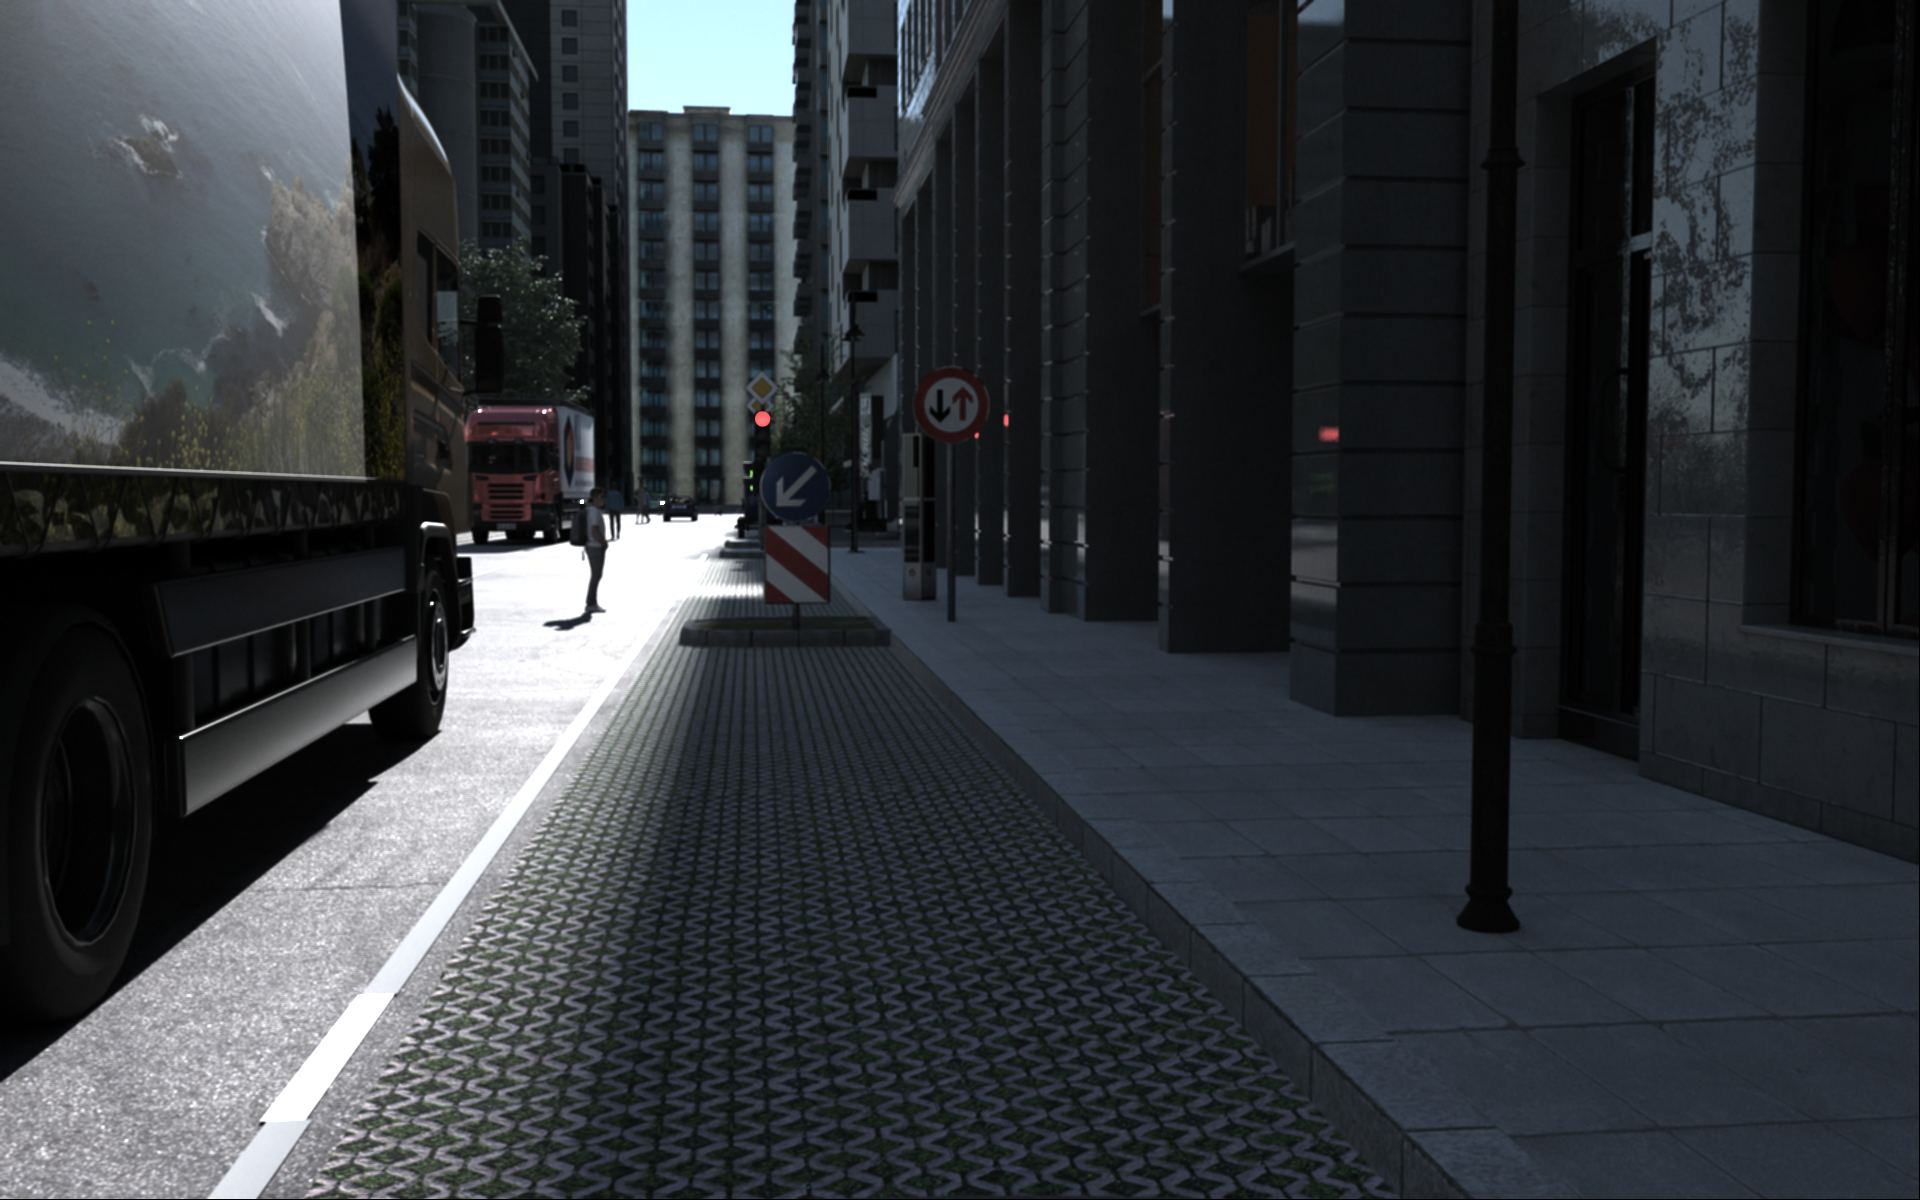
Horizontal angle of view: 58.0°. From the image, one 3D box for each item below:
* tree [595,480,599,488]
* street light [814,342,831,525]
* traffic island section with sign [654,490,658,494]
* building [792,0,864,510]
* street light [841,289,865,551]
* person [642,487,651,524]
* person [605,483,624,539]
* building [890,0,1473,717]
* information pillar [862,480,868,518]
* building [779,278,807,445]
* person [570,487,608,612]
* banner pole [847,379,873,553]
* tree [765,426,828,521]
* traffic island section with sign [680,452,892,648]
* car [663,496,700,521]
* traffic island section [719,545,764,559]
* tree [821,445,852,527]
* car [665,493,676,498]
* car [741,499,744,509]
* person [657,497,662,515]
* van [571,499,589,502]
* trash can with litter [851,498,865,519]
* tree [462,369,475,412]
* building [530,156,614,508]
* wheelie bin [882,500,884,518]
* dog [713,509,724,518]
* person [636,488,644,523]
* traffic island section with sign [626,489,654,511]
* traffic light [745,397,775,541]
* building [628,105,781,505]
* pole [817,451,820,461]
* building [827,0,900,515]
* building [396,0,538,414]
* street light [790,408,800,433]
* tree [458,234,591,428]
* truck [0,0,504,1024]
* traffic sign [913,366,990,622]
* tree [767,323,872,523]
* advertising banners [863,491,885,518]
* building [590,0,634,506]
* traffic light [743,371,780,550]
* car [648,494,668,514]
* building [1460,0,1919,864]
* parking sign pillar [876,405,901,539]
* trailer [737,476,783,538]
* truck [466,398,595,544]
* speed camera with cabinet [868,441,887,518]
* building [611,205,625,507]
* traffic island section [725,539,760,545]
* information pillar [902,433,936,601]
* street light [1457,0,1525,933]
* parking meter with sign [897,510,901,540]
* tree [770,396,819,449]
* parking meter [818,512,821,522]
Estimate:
[{"bbox_3d":[-27.541,-8.221,129.009,1.663,3.219,1.824,0,3,0],"label":"tree"},{"bbox_3d":[-4.198,-4.901,52.924,0.468,5.910,1.993,0,4,-7],"label":"street light"},{"bbox_3d":[-30.689,-10.160,174.750,1.989,1.847,2.006,0,4,-7],"label":"traffic island section with sign"},{"bbox_3d":[-3.240,-32.515,151.228,23.786,49.044,30.456,0,4,-7],"label":"building"},{"bbox_3d":[-2.419,-4.062,39.194,0.468,5.910,1.993,0,4,-7],"label":"street light"},{"bbox_3d":[-15.067,-4.553,83.286,0.444,1.785,0.601,-2,4,-23],"label":"person"},{"bbox_3d":[-10.904,-2.803,54.666,0.601,1.785,0.444,-1,4,-18],"label":"person"},{"bbox_3d":[5.732,-15.095,24.297,11.434,29.767,29.804,0,4,-7],"label":"building"},{"bbox_3d":[-4.380,-4.671,80.865,0.304,2.012,0.304,1,4,21],"label":"information pillar"},{"bbox_3d":[-7.653,-53.122,181.213,22.319,86.520,31.000,0,4,-7],"label":"building"},{"bbox_3d":[-4.444,-0.609,21.048,0.503,1.515,0.523,2,4,34],"label":"person"},{"bbox_3d":[-2.140,-2.912,37.631,0.401,3.779,0.863,-3,4,-37],"label":"banner pole"},{"bbox_3d":[-7.731,-6.102,83.482,4.285,4.588,4.351,0,3,0],"label":"tree"},{"bbox_3d":[-1.738,-0.514,17.032,1.989,1.847,2.006,0,4,-7],"label":"traffic island section with sign"},{"bbox_3d":[-14.849,-4.863,92.091,1.945,1.354,3.894,0,4,-7],"label":"car"},{"bbox_3d":[-4.480,-1.063,39.661,2.009,0.180,2.903,0,4,-7],"label":"traffic island section"},{"bbox_3d":[-5.064,-4.475,67.765,1.663,3.219,1.824,0,3,0],"label":"tree"},{"bbox_3d":[-24.698,-8.415,146.620,2.155,1.783,4.494,-1,4,-9],"label":"car"},{"bbox_3d":[-20.249,-9.497,167.855,1.945,1.354,3.894,0,4,-7],"label":"car"},{"bbox_3d":[-20.145,-6.294,116.088,0.352,1.250,0.332,0,4,6],"label":"person"},{"bbox_3d":[-21.123,-5.317,93.946,2.013,2.044,4.112,0,4,-8],"label":"van"},{"bbox_3d":[-4.121,-3.825,73.919,1.055,1.170,0.624,2,4,25],"label":"trash can with litter"},{"bbox_3d":[-29.088,-9.102,99.173,4.360,8.622,3.978,0,3,0],"label":"tree"},{"bbox_3d":[-38.259,-23.168,150.495,14.160,30.474,14.107,0,4,-7],"label":"building"},{"bbox_3d":[-3.272,-4.394,79.754,0.980,1.594,0.693,1,4,19],"label":"wheelie bin"},{"bbox_3d":[-14.771,-5.298,105.903,0.406,0.507,0.540,2,4,35],"label":"dog"},{"bbox_3d":[-15.550,-4.633,84.592,0.599,1.781,0.374,-2,4,-28],"label":"person"},{"bbox_3d":[-27.450,-8.524,147.989,1.989,1.847,2.006,0,4,-7],"label":"traffic island section with sign"},{"bbox_3d":[-5.481,-3.581,47.469,0.839,4.253,0.868,0,4,-7],"label":"traffic light"},{"bbox_3d":[-31.485,-36.514,216.612,30.456,49.044,23.786,0,4,-7],"label":"building"},{"bbox_3d":[-6.616,-5.342,81.185,0.158,3.312,0.155,0,3,0],"label":"pole"},{"bbox_3d":[6.057,-31.493,104.153,28.713,52.752,27.495,0,4,-7],"label":"building"},{"bbox_3d":[-45.511,-26.806,130.160,32.217,40.220,23.993,0,4,-7],"label":"building"},{"bbox_3d":[-8.290,-7.003,87.285,0.468,5.910,1.993,0,4,-7],"label":"street light"},{"bbox_3d":[-22.865,-10.867,84.323,9.857,13.997,8.962,0,3,0],"label":"tree"},{"bbox_3d":[-3.802,-1.082,6.608,2.839,4.237,11.283,0,4,-7],"label":"truck"},{"bbox_3d":[-0.085,-1.056,17.373,0.768,2.556,0.104,0,4,2],"label":"traffic sign"},{"bbox_3d":[-6.059,-7.662,75.636,4.737,8.622,4.395,0,3,0],"label":"tree"},{"bbox_3d":[-2.765,-4.374,67.708,2.074,3.025,0.090,-1,4,-13],"label":"advertising banners"},{"bbox_3d":[-45.873,-45.514,182.401,20.611,71.187,20.563,0,4,-7],"label":"building"},{"bbox_3d":[-4.521,-3.096,39.542,0.839,4.253,0.868,0,4,-7],"label":"traffic light"},{"bbox_3d":[-21.884,-7.097,124.825,1.959,1.807,4.718,0,4,-5],"label":"car"},{"bbox_3d":[9.005,-8.977,1.522,10.420,20.320,16.860,0,4,-7],"label":"building"},{"bbox_3d":[-1.710,-3.751,49.794,1.447,3.967,1.447,-1,4,-21],"label":"parking sign pillar"},{"bbox_3d":[-6.626,-3.065,57.160,1.471,1.999,3.904,0,4,-8],"label":"trailer"},{"bbox_3d":[-13.055,-3.917,52.949,2.839,4.237,11.283,0,4,-5],"label":"truck"},{"bbox_3d":[-2.627,-4.305,64.724,0.660,3.252,2.038,2,4,32],"label":"speed camera with cabinet"},{"bbox_3d":[-39.749,-24.061,165.097,14.160,30.474,14.107,0,4,-7],"label":"building"},{"bbox_3d":[-5.440,-1.548,47.588,2.009,0.180,2.903,0,4,-7],"label":"traffic island section"},{"bbox_3d":[-0.490,-1.007,20.953,0.304,2.012,0.304,3,4,36],"label":"information pillar"},{"bbox_3d":[1.569,-1.968,4.965,0.468,5.910,1.993,0,4,-7],"label":"street light"},{"bbox_3d":[-0.896,-3.175,48.175,1.738,3.016,0.543,1,4,21],"label":"parking meter with sign"},{"bbox_3d":[-12.373,-10.783,126.668,4.360,8.622,3.978,0,3,0],"label":"tree"},{"bbox_3d":[-6.511,-4.361,79.714,0.372,1.533,0.369,0,3,0],"label":"parking meter"}]
